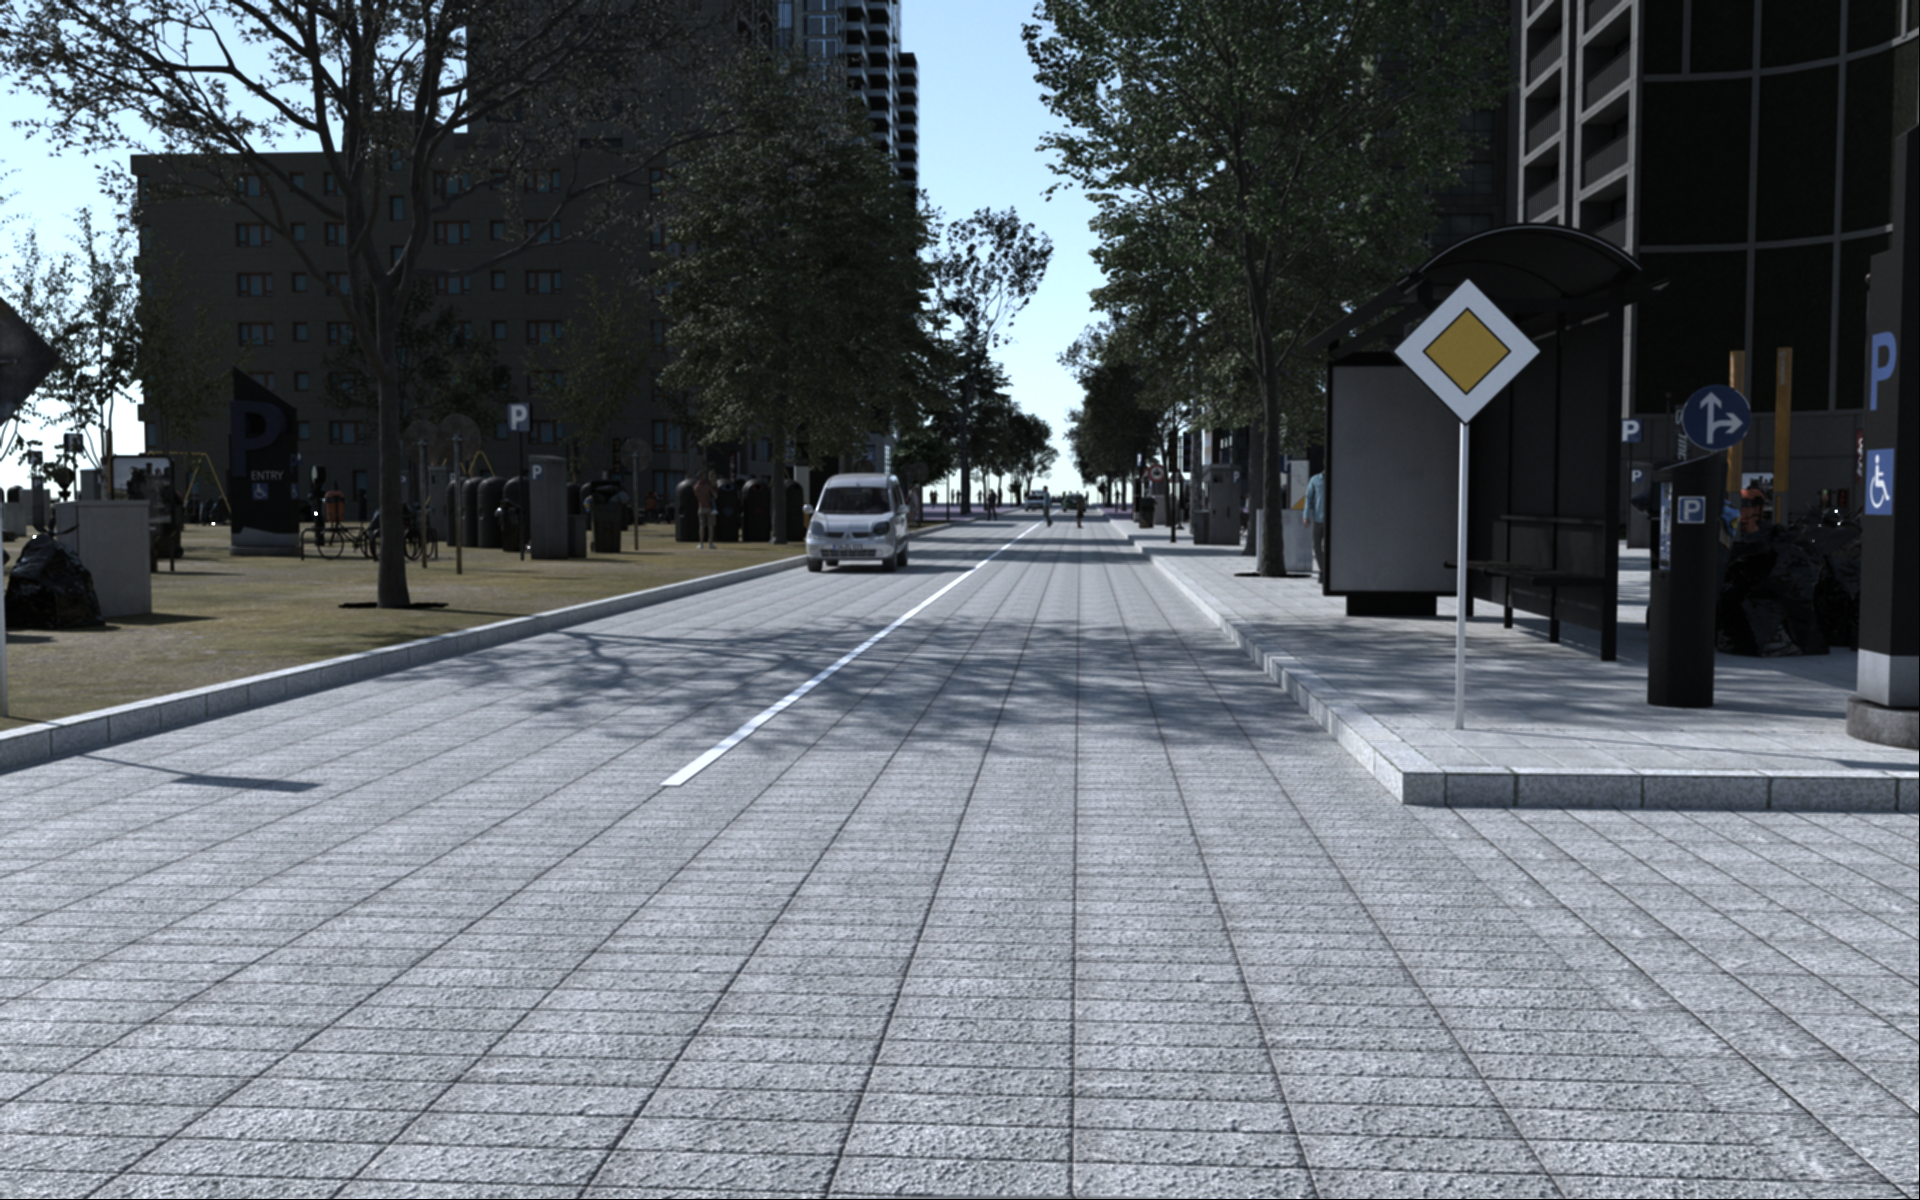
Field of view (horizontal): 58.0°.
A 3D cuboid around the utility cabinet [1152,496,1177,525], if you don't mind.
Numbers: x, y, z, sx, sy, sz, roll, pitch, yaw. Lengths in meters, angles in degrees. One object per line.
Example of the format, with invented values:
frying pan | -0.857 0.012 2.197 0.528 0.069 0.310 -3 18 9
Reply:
utility cabinet | 8.482 -3.712 71.847 1.020 1.237 0.306 -1 4 -18

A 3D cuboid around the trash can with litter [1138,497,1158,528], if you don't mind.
trash can with litter | 7.091 -3.300 65.350 0.624 1.170 1.055 1 4 16

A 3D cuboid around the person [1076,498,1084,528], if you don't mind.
person | 5.108 -3.688 73.466 0.373 1.253 0.362 -2 4 -24

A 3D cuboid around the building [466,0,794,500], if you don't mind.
building | -22.097 -41.989 124.765 20.563 71.187 20.611 0 4 4

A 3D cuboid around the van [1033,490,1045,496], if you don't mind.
van | 7.990 -10.270 174.923 2.013 2.044 4.112 0 4 3

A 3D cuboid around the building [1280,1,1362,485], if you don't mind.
building | 36.336 -49.821 127.245 22.319 86.520 31.000 0 4 4

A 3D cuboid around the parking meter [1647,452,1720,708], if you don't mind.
parking meter | 4.388 -0.128 10.510 0.372 1.533 0.369 0 3 0

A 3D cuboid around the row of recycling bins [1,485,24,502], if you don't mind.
row of recycling bins | -45.473 -4.497 80.643 3.534 1.692 1.069 -2 4 -27

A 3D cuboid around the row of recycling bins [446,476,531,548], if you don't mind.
row of recycling bins | -11.256 -2.108 41.577 1.069 1.692 3.534 -3 5 -44

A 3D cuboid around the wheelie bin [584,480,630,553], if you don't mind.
wheelie bin | -7.736 -1.842 38.021 0.980 1.594 0.693 -1 4 -19

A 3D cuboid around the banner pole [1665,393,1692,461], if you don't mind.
banner pole | 17.609 -3.217 42.607 0.401 3.779 0.863 -3 5 -40

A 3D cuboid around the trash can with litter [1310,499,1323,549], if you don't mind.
trash can with litter | 8.387 -1.801 40.511 1.678 1.210 2.233 -1 4 -17

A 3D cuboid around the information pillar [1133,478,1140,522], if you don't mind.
information pillar | 8.022 -4.519 78.383 0.304 2.012 0.304 0 4 -4

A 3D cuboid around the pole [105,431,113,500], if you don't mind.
pole | -27.367 -3.788 55.771 0.158 3.312 0.155 0 3 0

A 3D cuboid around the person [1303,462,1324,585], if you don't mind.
person | 5.234 -1.142 24.580 0.638 1.841 0.748 2 4 27

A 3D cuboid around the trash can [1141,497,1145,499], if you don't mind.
trash can | 8.349 -3.972 76.599 0.748 1.137 0.748 0 3 0

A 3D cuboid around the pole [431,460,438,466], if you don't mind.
pole | -16.796 -3.762 55.358 0.158 3.312 0.155 0 3 0

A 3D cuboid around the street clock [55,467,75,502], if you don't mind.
street clock | -24.074 -2.570 46.582 0.471 2.002 0.358 -3 5 -43

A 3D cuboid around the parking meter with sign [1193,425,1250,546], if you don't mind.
parking meter with sign | 6.650 -2.882 43.387 1.738 3.016 0.543 3 5 43

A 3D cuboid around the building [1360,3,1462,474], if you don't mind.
building | 31.569 -25.860 106.404 14.154 41.232 14.086 0 4 4

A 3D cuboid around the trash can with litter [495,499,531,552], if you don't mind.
trash can with litter | -9.780 -1.667 38.637 1.055 1.170 0.624 -3 5 -41

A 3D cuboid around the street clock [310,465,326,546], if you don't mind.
street clock | -15.864 -2.341 42.853 0.358 2.002 0.471 -3 5 -40

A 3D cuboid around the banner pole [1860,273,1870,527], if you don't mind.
banner pole | 10.487 -1.807 19.559 0.863 3.779 0.401 3 5 43

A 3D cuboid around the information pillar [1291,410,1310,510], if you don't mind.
information pillar | 8.379 -3.143 42.740 0.504 3.616 0.183 3 5 44

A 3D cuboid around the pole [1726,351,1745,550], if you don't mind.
pole | 11.065 -1.890 24.738 0.158 3.312 0.155 0 3 0

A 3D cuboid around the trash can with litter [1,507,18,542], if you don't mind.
trash can with litter | -26.120 -2.183 47.074 1.055 1.170 0.624 1 4 13

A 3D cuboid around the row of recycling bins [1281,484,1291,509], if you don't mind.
row of recycling bins | 13.643 -4.082 73.856 1.069 1.692 3.534 3 5 45

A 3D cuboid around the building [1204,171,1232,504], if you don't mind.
building | 40.514 -35.679 233.456 14.600 45.320 14.200 0 4 4

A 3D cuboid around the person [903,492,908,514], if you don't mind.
person | -3.282 -5.803 104.158 0.421 1.427 0.697 0 4 -5

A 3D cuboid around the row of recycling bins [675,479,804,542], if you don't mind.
row of recycling bins | -6.004 -2.450 47.164 3.534 1.692 1.069 -2 4 -24

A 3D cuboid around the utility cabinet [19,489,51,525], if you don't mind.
utility cabinet | -37.630 -3.778 70.444 1.173 1.500 0.318 0 4 6

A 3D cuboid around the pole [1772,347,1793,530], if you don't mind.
pole | 11.480 -1.857 24.199 0.158 3.312 0.155 0 3 0

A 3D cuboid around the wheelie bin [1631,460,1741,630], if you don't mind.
wheelie bin | 6.830 -0.514 16.312 0.980 1.594 0.693 2 4 30

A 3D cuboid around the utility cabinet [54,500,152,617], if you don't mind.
utility cabinet | -8.994 -0.431 18.204 0.306 1.237 1.020 1 4 17

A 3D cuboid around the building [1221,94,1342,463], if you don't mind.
building | 43.717 -36.152 210.691 23.786 49.044 30.456 0 4 4

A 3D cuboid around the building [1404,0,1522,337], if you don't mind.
building | 30.679 -19.586 91.928 14.160 30.474 14.107 0 4 4

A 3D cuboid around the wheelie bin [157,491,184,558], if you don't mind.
wheelie bin | -16.022 -1.643 34.778 0.980 1.594 0.693 3 5 45

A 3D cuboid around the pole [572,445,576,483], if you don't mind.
pole | -16.119 -4.812 72.516 0.158 3.312 0.155 0 3 0

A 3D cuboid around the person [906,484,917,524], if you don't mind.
person | -2.030 -4.057 73.383 0.522 1.701 0.512 -1 4 -9

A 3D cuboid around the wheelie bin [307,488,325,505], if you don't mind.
wheelie bin | -31.646 -4.725 85.168 0.693 1.594 0.980 1 4 15

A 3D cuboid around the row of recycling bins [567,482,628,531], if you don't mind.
row of recycling bins | -13.353 -3.324 61.454 3.534 1.692 1.069 1 4 22

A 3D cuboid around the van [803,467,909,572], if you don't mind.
van | -1.932 -1.606 33.276 2.013 2.044 4.112 0 4 3

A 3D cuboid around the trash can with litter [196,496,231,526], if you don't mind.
trash can with litter | -30.329 -3.637 70.518 1.678 1.210 2.233 1 4 23

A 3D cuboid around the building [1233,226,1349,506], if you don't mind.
building | 36.776 -25.507 188.747 14.160 30.474 14.107 0 4 4

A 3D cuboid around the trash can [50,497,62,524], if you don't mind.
trash can | -38.671 -3.801 73.804 0.748 1.137 0.748 0 3 0

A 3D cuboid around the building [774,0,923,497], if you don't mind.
building | -15.657 -56.021 228.616 22.319 86.520 31.000 0 4 4

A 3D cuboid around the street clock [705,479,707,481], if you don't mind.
street clock | -12.548 -4.919 84.998 0.358 2.002 0.471 0 4 -6

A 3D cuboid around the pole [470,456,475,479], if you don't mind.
pole | -23.411 -5.469 83.258 0.158 3.312 0.155 0 3 0

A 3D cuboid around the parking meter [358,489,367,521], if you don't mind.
parking meter | -28.160 -4.476 81.599 0.372 1.533 0.369 0 3 0

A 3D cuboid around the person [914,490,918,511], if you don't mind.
person | -3.319 -7.693 132.487 0.621 1.740 0.551 -2 4 -30

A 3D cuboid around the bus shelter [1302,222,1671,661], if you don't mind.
bus shelter | 4.449 -1.332 15.702 2.014 3.302 5.546 0 4 4

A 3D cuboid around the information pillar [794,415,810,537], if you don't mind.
information pillar | -4.678 -3.670 51.351 0.504 3.616 0.183 -3 4 -36

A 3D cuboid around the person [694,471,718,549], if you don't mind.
person | -5.949 -2.133 40.895 0.580 1.828 0.573 -2 4 -32

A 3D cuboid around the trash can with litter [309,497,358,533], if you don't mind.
trash can with litter | -21.037 -2.869 57.971 2.233 1.210 1.678 3 4 38

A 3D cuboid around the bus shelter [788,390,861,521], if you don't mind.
bus shelter | -5.521 -5.594 69.091 2.179 5.291 8.768 0 4 4

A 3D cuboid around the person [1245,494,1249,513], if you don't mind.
person | 13.540 -4.329 81.102 0.394 1.301 0.425 0 4 -7

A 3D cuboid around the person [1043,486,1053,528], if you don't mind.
person | 3.762 -3.993 74.133 0.444 1.785 0.601 1 4 11

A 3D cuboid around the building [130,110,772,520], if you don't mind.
building | -27.366 -15.709 101.878 27.650 21.520 28.899 0 4 4

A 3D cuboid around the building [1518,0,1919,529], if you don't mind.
building | 29.883 -37.906 58.011 20.563 71.187 20.611 0 4 4

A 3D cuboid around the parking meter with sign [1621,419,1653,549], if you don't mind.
parking meter with sign | 16.121 -2.729 40.885 0.543 3.016 1.738 3 5 42
